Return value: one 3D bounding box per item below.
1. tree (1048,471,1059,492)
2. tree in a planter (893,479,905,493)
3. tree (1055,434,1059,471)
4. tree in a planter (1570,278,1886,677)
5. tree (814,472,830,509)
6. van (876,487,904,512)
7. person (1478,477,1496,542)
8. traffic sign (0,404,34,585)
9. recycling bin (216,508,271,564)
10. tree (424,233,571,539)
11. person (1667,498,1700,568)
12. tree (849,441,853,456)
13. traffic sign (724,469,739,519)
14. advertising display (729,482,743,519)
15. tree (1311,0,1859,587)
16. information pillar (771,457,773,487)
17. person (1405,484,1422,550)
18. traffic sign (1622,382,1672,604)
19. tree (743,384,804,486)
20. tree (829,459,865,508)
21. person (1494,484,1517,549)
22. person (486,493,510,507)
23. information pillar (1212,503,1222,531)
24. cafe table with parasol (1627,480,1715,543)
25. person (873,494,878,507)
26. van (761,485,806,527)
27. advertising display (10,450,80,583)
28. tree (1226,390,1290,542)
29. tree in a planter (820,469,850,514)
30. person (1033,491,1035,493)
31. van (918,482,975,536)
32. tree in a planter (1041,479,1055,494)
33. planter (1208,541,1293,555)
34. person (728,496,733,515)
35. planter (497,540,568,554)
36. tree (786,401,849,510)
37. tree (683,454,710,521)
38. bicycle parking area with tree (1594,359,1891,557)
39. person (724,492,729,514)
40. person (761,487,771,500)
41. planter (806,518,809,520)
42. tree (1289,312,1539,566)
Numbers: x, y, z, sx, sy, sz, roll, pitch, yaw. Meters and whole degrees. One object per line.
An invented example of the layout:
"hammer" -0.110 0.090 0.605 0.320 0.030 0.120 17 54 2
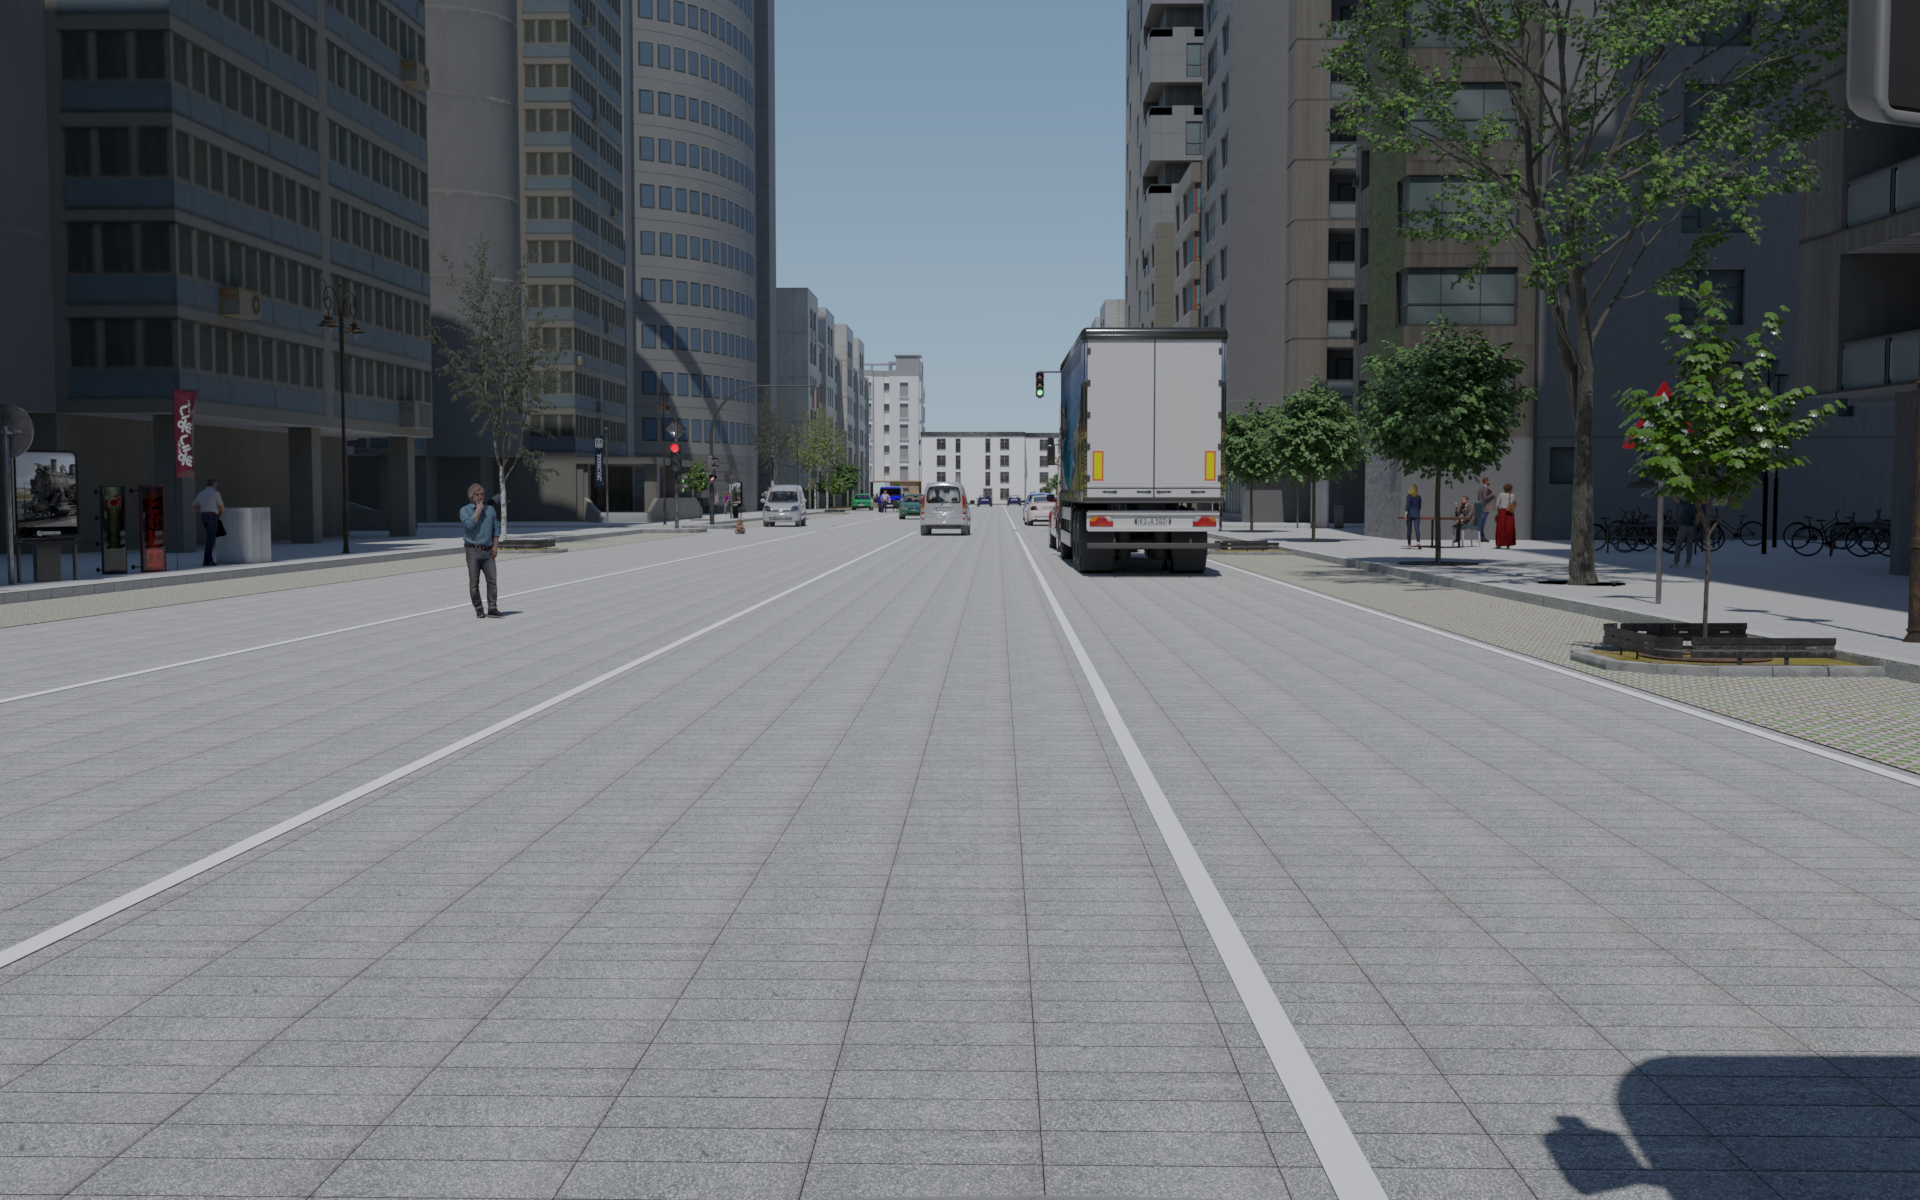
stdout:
"tree" 13.079 -14.702 224.096 4.285 4.588 4.351 0 3 0
"tree in a planter" -7.296 -12.503 201.642 1.991 3.239 1.994 0 4 1
"tree" 12.064 -14.751 191.533 4.737 8.622 4.395 0 3 0
"tree in a planter" 6.222 -1.049 14.366 1.991 3.239 1.994 0 4 1
"tree" -11.827 -9.533 150.463 1.663 3.219 1.824 0 3 0
"van" -5.491 -8.181 138.151 2.240 2.365 5.245 0 4 1
"person" 14.058 -2.406 46.198 0.431 1.722 0.655 0 4 8
"traffic sign" -13.429 -1.488 24.437 0.768 2.556 0.104 0 4 6
"recycling bin" -13.294 -1.197 32.126 0.722 1.027 0.722 1 4 8
"tree" -12.905 -6.018 48.757 4.360 8.622 3.978 0 3 0
"person" 12.575 -1.232 30.095 0.435 1.345 0.340 -1 4 -11
"tree" -10.870 -11.721 141.994 4.737 8.622 4.395 0 3 0
"traffic sign" -11.810 -5.464 89.435 0.768 2.556 0.104 0 4 7
"advertising display" -11.781 -5.245 90.970 0.974 1.923 0.123 3 5 43
"tree" 8.616 -6.017 24.140 9.928 11.665 9.643 0 3 0
"information pillar" -11.753 -7.158 108.388 0.183 3.616 0.504 -1 4 -15
"person" 10.523 -1.926 40.075 0.480 1.512 0.613 -2 4 -25
"traffic sign" 8.147 -1.231 20.131 0.884 2.594 0.081 1 4 10
"tree" -12.208 -10.019 114.172 4.360 8.622 3.978 0 3 0
"tree" -10.460 -10.746 159.411 4.285 4.588 4.351 0 3 0
"person" 12.659 -1.939 40.214 0.523 1.526 0.387 2 4 34
"person" -17.279 -3.390 64.661 0.628 1.438 0.799 2 4 34
"information pillar" 9.048 -3.453 60.945 0.304 2.012 0.304 1 4 23
"cafe table with parasol" 19.076 -2.519 46.044 2.610 1.966 2.610 1 4 12
"person" -8.669 -10.110 177.030 0.697 1.427 0.421 3 5 44
"van" -7.782 -4.275 76.913 2.013 2.044 4.112 0 4 0
"advertising display" -13.380 -1.231 25.341 0.123 1.923 0.974 2 4 31
"tree" 9.465 -3.849 46.641 4.285 4.588 4.351 0 3 0
"tree in a planter" -8.947 -7.757 124.052 1.991 3.239 1.994 0 4 1
"person" 8.938 -12.266 209.141 0.705 1.812 1.348 3 5 40
"van" -0.492 -3.297 60.916 2.013 2.044 4.112 0 4 2
"tree in a planter" 10.211 -12.484 201.329 1.991 3.239 1.994 0 4 1
"planter" 6.797 -1.239 41.393 1.991 0.319 1.994 0 4 1
"person" -14.043 -6.138 107.343 0.436 1.711 0.756 2 4 33
"planter" -10.693 -1.297 42.352 1.991 0.319 1.994 0 4 1
"tree" -11.659 -11.380 136.432 4.737 8.622 4.395 0 3 0
"tree" -12.775 -5.472 84.066 1.663 3.219 1.824 0 3 0
"bicycle parking area with tree" 18.221 -3.194 39.222 9.016 4.147 8.231 3 5 41
"person" -14.790 -6.105 109.090 0.726 1.434 0.776 2 4 32
"person" -11.692 -6.048 105.649 0.841 1.734 0.376 -2 4 -32
"planter" -9.535 -4.643 97.058 1.991 0.319 1.994 0 4 1
"tree" 8.800 -2.921 31.473 4.285 4.588 4.351 0 3 0
